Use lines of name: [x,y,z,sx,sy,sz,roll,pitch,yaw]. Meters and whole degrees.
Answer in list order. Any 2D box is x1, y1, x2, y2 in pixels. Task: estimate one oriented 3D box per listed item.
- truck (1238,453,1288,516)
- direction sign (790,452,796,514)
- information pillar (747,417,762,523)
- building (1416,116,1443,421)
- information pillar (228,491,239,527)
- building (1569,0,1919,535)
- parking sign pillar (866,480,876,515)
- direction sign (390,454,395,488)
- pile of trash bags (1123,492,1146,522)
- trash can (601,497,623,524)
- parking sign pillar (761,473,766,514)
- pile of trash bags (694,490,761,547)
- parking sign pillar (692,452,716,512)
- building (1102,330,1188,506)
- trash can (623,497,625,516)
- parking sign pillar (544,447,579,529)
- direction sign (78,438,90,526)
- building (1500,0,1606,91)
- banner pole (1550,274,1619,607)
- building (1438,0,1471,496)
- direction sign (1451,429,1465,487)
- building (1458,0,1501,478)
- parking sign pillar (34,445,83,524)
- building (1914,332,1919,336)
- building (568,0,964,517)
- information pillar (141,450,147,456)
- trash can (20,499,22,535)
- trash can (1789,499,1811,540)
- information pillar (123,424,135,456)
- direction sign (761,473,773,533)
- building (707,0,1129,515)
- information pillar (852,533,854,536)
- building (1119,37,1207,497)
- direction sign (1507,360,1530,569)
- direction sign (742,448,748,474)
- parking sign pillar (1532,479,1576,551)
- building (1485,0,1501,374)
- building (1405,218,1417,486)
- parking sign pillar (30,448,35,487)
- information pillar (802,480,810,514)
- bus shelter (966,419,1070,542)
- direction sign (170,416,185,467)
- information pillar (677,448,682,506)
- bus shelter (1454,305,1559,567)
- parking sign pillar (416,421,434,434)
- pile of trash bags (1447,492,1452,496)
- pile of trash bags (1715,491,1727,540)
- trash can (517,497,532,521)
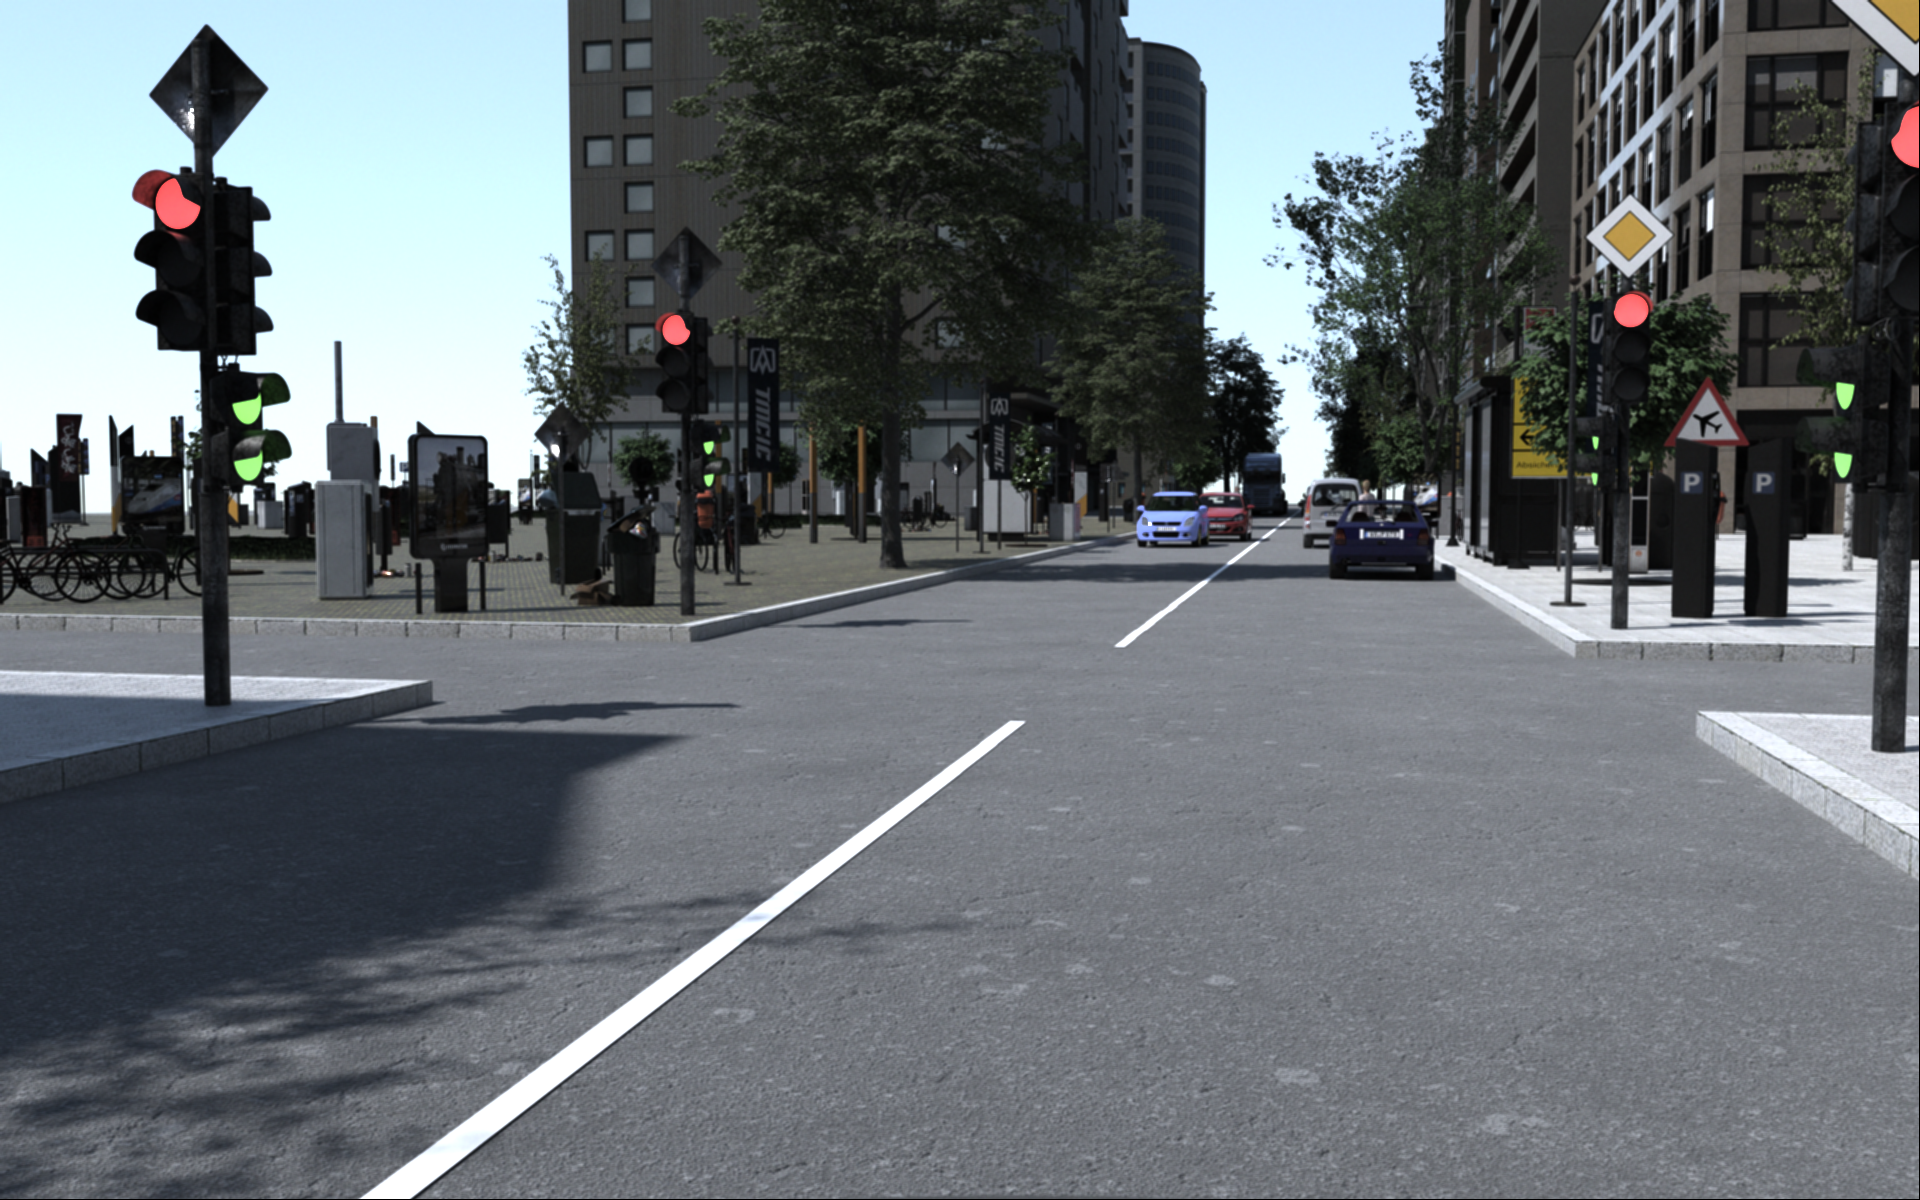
truck: [21.168,-7.938,119.551,2.967,4.110,18.799,1,4,12]
direction sign: [-9.201,-6.239,94.006,0.876,3.537,0.379,3,5,44]
information pillar: [-6.266,-3.755,52.744,0.183,3.616,0.504,3,5,44]
building: [68.608,-36.261,216.563,21.300,48.544,21.600,1,4,12]
information pillar: [-28.065,-4.619,66.879,0.504,3.616,0.183,1,4,22]
building: [36.909,-16.198,69.357,19.350,26.468,34.151,1,4,12]
parking sign pillar: [-4.051,-5.421,77.107,1.447,3.967,1.447,0,4,-7]
direction sign: [-32.193,-6.505,98.353,0.379,3.537,0.876,-2,4,-31]
pile of trash bags: [8.503,-4.319,80.361,1.912,1.369,3.447,0,3,0]
trash can: [-14.084,-3.524,69.271,0.748,1.137,0.748,0,3,0]
parking sign pillar: [-9.461,-5.712,81.865,1.447,3.967,1.447,0,4,1]
pile of trash bags: [-6.064,-2.054,43.340,1.912,1.369,3.447,0,4,2]
parking sign pillar: [-11.967,-5.712,81.858,1.447,3.967,1.447,-2,4,-32]
building: [11.557,-21.736,200.426,27.650,21.520,28.899,1,4,12]
trash can: [-17.241,-4.626,87.293,0.748,1.137,0.748,0,3,0]
parking sign pillar: [-14.567,-4.598,63.644,1.447,3.967,1.447,3,5,39]
direction sign: [-35.617,-4.792,70.347,0.876,3.537,0.379,2,4,33]
building: [42.560,-28.994,97.758,21.300,48.544,21.600,1,4,12]
banner pole: [7.232,-1.824,19.837,0.863,3.779,0.401,0,4,-2]
building: [63.298,-46.312,195.458,20.563,71.187,20.611,1,4,12]
direction sign: [17.415,-4.159,59.995,0.876,3.537,0.379,3,5,40]
building: [49.991,-30.322,145.868,14.600,45.320,14.200,1,4,12]
parking sign pillar: [-38.844,-5.290,74.971,1.447,3.967,1.447,2,4,35]
building: [40.789,-15.238,25.555,44.131,29.872,17.030,1,4,12]
building: [-6.904,-31.853,110.043,28.713,52.752,27.495,1,4,12]
information pillar: [-43.344,-6.158,92.038,0.504,3.616,0.183,2,4,29]
trash can: [-29.368,-2.608,54.298,0.748,1.137,0.748,0,3,0]
trash can: [23.329,-2.247,48.387,0.748,1.137,0.748,0,3,0]
information pillar: [-27.771,-4.064,57.796,0.504,3.616,0.183,-1,4,-18]
direction sign: [-6.400,-3.991,57.255,0.876,3.537,0.379,0,4,0]
building: [-1.316,-33.497,136.914,28.713,52.752,27.495,1,4,12]
information pillar: [-3.222,-3.778,53.127,0.183,3.616,0.504,0,4,-3]
building: [20.524,-41.868,226.545,21.231,58.520,28.212,1,4,12]
direction sign: [9.594,-2.303,29.645,0.379,3.537,0.876,2,4,29]
direction sign: [-10.424,-5.725,85.603,0.379,3.537,0.876,3,5,41]
parking sign pillar: [13.378,-3.129,39.625,1.447,3.967,1.447,0,4,2]
building: [49.742,-30.775,122.787,23.786,49.044,30.456,1,4,12]
building: [67.851,-33.733,235.136,14.154,41.232,14.086,1,4,12]
parking sign pillar: [-54.389,-6.987,102.706,1.447,3.967,1.447,1,4,17]
information pillar: [-7.864,-5.137,88.474,0.304,2.012,0.304,2,4,34]
bus shelter: [1.706,-3.364,48.919,2.014,3.302,5.546,1,4,12]
direction sign: [-22.684,-3.564,50.274,0.876,3.537,0.379,3,5,45]
information pillar: [-14.051,-5.887,87.612,0.504,3.616,0.183,1,4,9]
bus shelter: [11.133,-3.490,34.699,2.179,5.291,8.768,1,4,12]
parking sign pillar: [-19.427,-4.591,63.541,1.447,3.967,1.447,1,4,22]
pile of trash bags: [23.329,-4.130,77.282,3.447,1.369,1.912,-1,4,-11]
pile of trash bags: [20.077,-2.423,49.365,3.447,1.369,1.912,3,5,44]
trash can: [-20.645,-4.317,82.228,0.748,1.137,0.748,0,3,0]
